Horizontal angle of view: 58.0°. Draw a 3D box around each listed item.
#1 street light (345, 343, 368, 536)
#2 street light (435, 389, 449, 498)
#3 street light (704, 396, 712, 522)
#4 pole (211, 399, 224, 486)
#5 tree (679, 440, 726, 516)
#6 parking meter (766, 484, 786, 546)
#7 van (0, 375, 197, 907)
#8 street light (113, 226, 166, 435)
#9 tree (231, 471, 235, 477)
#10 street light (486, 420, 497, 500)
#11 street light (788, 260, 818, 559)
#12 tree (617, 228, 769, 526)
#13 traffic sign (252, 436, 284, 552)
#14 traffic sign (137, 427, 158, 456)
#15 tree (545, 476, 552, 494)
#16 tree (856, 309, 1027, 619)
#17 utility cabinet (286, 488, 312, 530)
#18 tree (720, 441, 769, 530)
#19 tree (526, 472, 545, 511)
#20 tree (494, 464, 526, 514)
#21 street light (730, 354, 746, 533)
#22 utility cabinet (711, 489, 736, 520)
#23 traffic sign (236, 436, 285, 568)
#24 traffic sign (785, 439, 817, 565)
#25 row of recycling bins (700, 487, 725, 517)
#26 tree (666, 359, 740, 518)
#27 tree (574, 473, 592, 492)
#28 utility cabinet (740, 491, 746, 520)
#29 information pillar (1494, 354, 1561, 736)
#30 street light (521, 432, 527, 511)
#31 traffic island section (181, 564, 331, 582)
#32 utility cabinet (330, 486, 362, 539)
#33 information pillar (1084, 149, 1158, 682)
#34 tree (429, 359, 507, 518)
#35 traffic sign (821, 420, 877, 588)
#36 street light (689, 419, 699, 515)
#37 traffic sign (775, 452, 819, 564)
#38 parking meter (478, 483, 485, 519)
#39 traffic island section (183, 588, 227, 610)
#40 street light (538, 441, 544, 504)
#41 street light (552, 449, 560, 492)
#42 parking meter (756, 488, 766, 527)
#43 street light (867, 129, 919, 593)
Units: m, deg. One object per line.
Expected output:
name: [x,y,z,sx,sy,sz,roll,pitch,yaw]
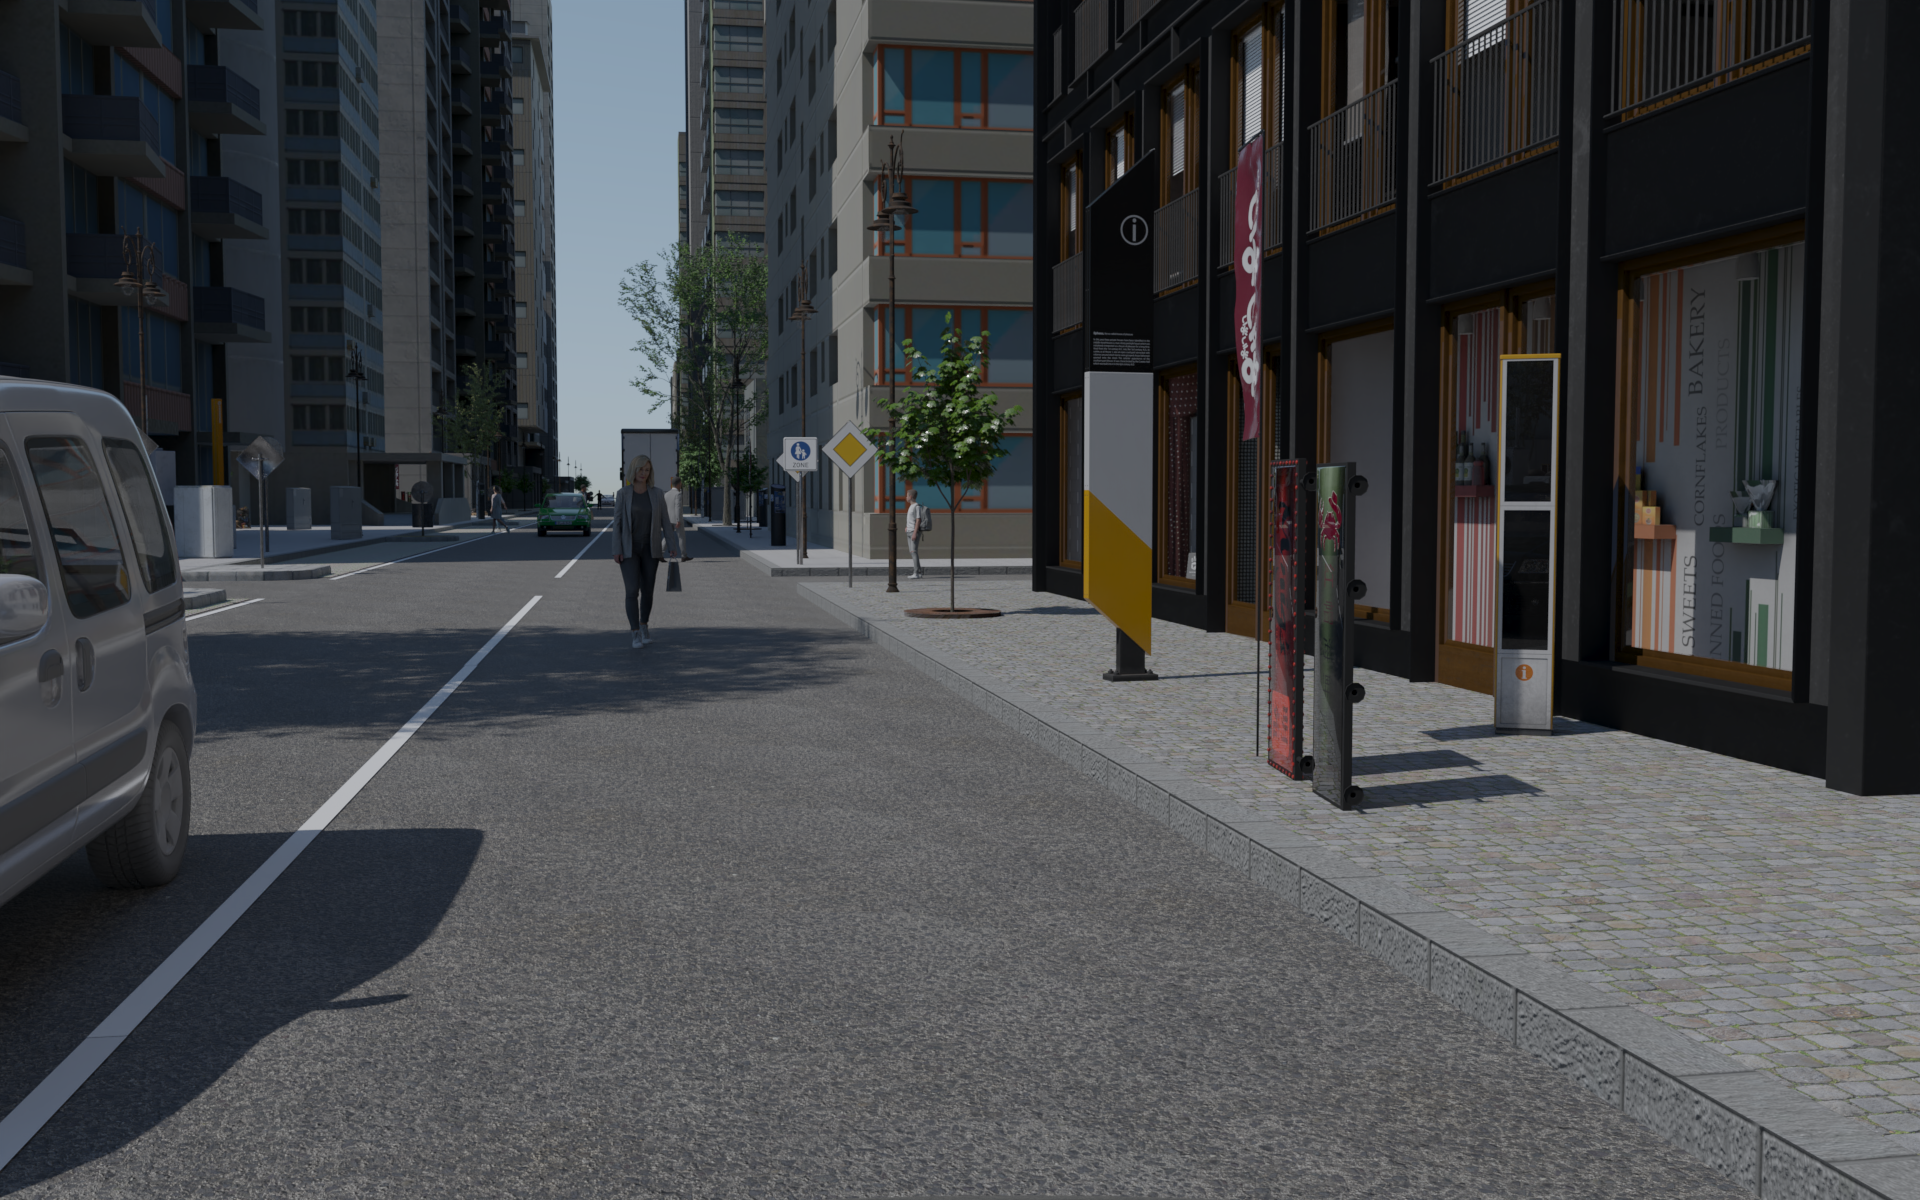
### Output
street light: [-18.405,-4.904,52.973,0.468,5.910,1.993,-1,4,-10]
street light: [-22.702,-6.317,76.065,0.468,5.910,1.993,-1,4,-10]
street light: [-11.612,-6.576,80.310,0.468,5.910,1.993,-1,4,-10]
pole: [-15.913,-2.650,37.167,0.158,3.312,0.155,0,3,0]
tree: [-15.018,-7.168,100.906,4.285,4.588,4.351,0,3,0]
parking meter: [-4.492,-2.105,42.834,0.372,1.533,0.369,0,3,0]
van: [-3.460,0.130,4.888,2.013,2.044,4.112,-1,4,-11]
street light: [-14.216,-3.509,30.153,0.468,5.910,1.993,-1,4,-10]
tree: [-26.325,-4.060,60.983,1.663,3.219,1.824,0,3,0]
street light: [-26.931,-7.712,98.878,0.468,5.910,1.993,-1,4,-10]
street light: [-3.106,-3.767,34.379,0.468,5.910,1.993,-1,4,-10]
tree: [-9.483,-8.779,69.298,9.928,11.665,9.643,0,3,0]
traffic sign: [-15.332,-2.334,38.262,0.768,2.556,0.104,0,4,-6]
traffic sign: [-10.598,-1.123,22.011,0.795,2.450,0.064,-1,4,-10]
tree: [-42.604,-11.217,178.000,1.663,3.219,1.824,0,3,0]
tree: [-0.078,-1.452,18.344,1.663,3.219,1.824,0,3,0]
utility cabinet: [-23.424,-3.224,61.386,0.318,1.500,1.173,1,4,8]
tree: [-7.537,-4.142,62.322,1.663,3.219,1.824,0,3,0]
tree: [-32.981,-8.388,131.740,1.663,3.219,1.824,0,3,0]
tree: [-29.840,-7.280,113.635,1.663,3.219,1.824,0,3,0]
street light: [-7.334,-5.162,57.192,0.468,5.910,1.993,-1,4,-10]
utility cabinet: [-11.402,-4.554,83.144,1.173,1.500,0.318,3,4,37]
traffic sign: [-12.050,-1.604,29.863,0.795,2.450,0.064,-1,4,-10]
traffic sign: [-2.881,-1.788,31.369,0.606,2.300,0.079,0,4,-3]
row of recycling bins: [-13.602,-5.470,96.548,1.069,1.692,3.534,-2,4,-24]
tree: [-13.700,-8.657,91.907,4.737,8.622,4.395,0,3,0]
tree: [-57.001,-16.952,260.873,4.285,4.588,4.351,0,3,0]
utility cabinet: [-11.170,-4.700,85.523,1.173,1.500,0.318,1,4,14]
information pillar: [3.035,-0.293,9.277,0.304,2.012,0.304,1,4,18]
street light: [-32.471,-9.557,129.047,0.468,5.910,1.993,-1,4,-10]
traffic island section: [-12.072,-0.467,29.921,2.009,0.180,2.903,-1,4,-10]
utility cabinet: [-17.342,-2.464,48.965,0.318,1.500,1.173,1,4,11]
information pillar: [1.097,-1.251,11.814,0.504,3.616,0.183,-1,4,-18]
tree: [-26.428,-8.800,94.245,4.737,8.622,4.395,0,3,0]
traffic sign: [-1.503,-1.225,23.666,0.795,2.450,0.064,-1,4,-10]
street light: [-15.908,-8.035,104.162,0.468,5.910,1.993,-1,4,-10]
traffic sign: [-2.956,-1.705,31.518,0.795,2.450,0.064,-1,4,-10]
parking meter: [-24.347,-5.039,88.105,0.255,1.863,0.399,-2,4,-33]
traffic island section: [-10.619,0.013,22.068,2.009,0.180,2.903,-1,4,-10]
street light: [-36.671,-10.953,151.865,0.468,5.910,1.993,-1,4,-10]
street light: [-40.958,-12.365,174.952,0.468,5.910,1.993,-1,4,-10]
parking meter: [-7.671,-3.620,67.596,0.372,1.533,0.369,0,3,0]
street light: [-0.879,-3.038,22.456,0.468,5.910,1.993,-1,4,-10]
